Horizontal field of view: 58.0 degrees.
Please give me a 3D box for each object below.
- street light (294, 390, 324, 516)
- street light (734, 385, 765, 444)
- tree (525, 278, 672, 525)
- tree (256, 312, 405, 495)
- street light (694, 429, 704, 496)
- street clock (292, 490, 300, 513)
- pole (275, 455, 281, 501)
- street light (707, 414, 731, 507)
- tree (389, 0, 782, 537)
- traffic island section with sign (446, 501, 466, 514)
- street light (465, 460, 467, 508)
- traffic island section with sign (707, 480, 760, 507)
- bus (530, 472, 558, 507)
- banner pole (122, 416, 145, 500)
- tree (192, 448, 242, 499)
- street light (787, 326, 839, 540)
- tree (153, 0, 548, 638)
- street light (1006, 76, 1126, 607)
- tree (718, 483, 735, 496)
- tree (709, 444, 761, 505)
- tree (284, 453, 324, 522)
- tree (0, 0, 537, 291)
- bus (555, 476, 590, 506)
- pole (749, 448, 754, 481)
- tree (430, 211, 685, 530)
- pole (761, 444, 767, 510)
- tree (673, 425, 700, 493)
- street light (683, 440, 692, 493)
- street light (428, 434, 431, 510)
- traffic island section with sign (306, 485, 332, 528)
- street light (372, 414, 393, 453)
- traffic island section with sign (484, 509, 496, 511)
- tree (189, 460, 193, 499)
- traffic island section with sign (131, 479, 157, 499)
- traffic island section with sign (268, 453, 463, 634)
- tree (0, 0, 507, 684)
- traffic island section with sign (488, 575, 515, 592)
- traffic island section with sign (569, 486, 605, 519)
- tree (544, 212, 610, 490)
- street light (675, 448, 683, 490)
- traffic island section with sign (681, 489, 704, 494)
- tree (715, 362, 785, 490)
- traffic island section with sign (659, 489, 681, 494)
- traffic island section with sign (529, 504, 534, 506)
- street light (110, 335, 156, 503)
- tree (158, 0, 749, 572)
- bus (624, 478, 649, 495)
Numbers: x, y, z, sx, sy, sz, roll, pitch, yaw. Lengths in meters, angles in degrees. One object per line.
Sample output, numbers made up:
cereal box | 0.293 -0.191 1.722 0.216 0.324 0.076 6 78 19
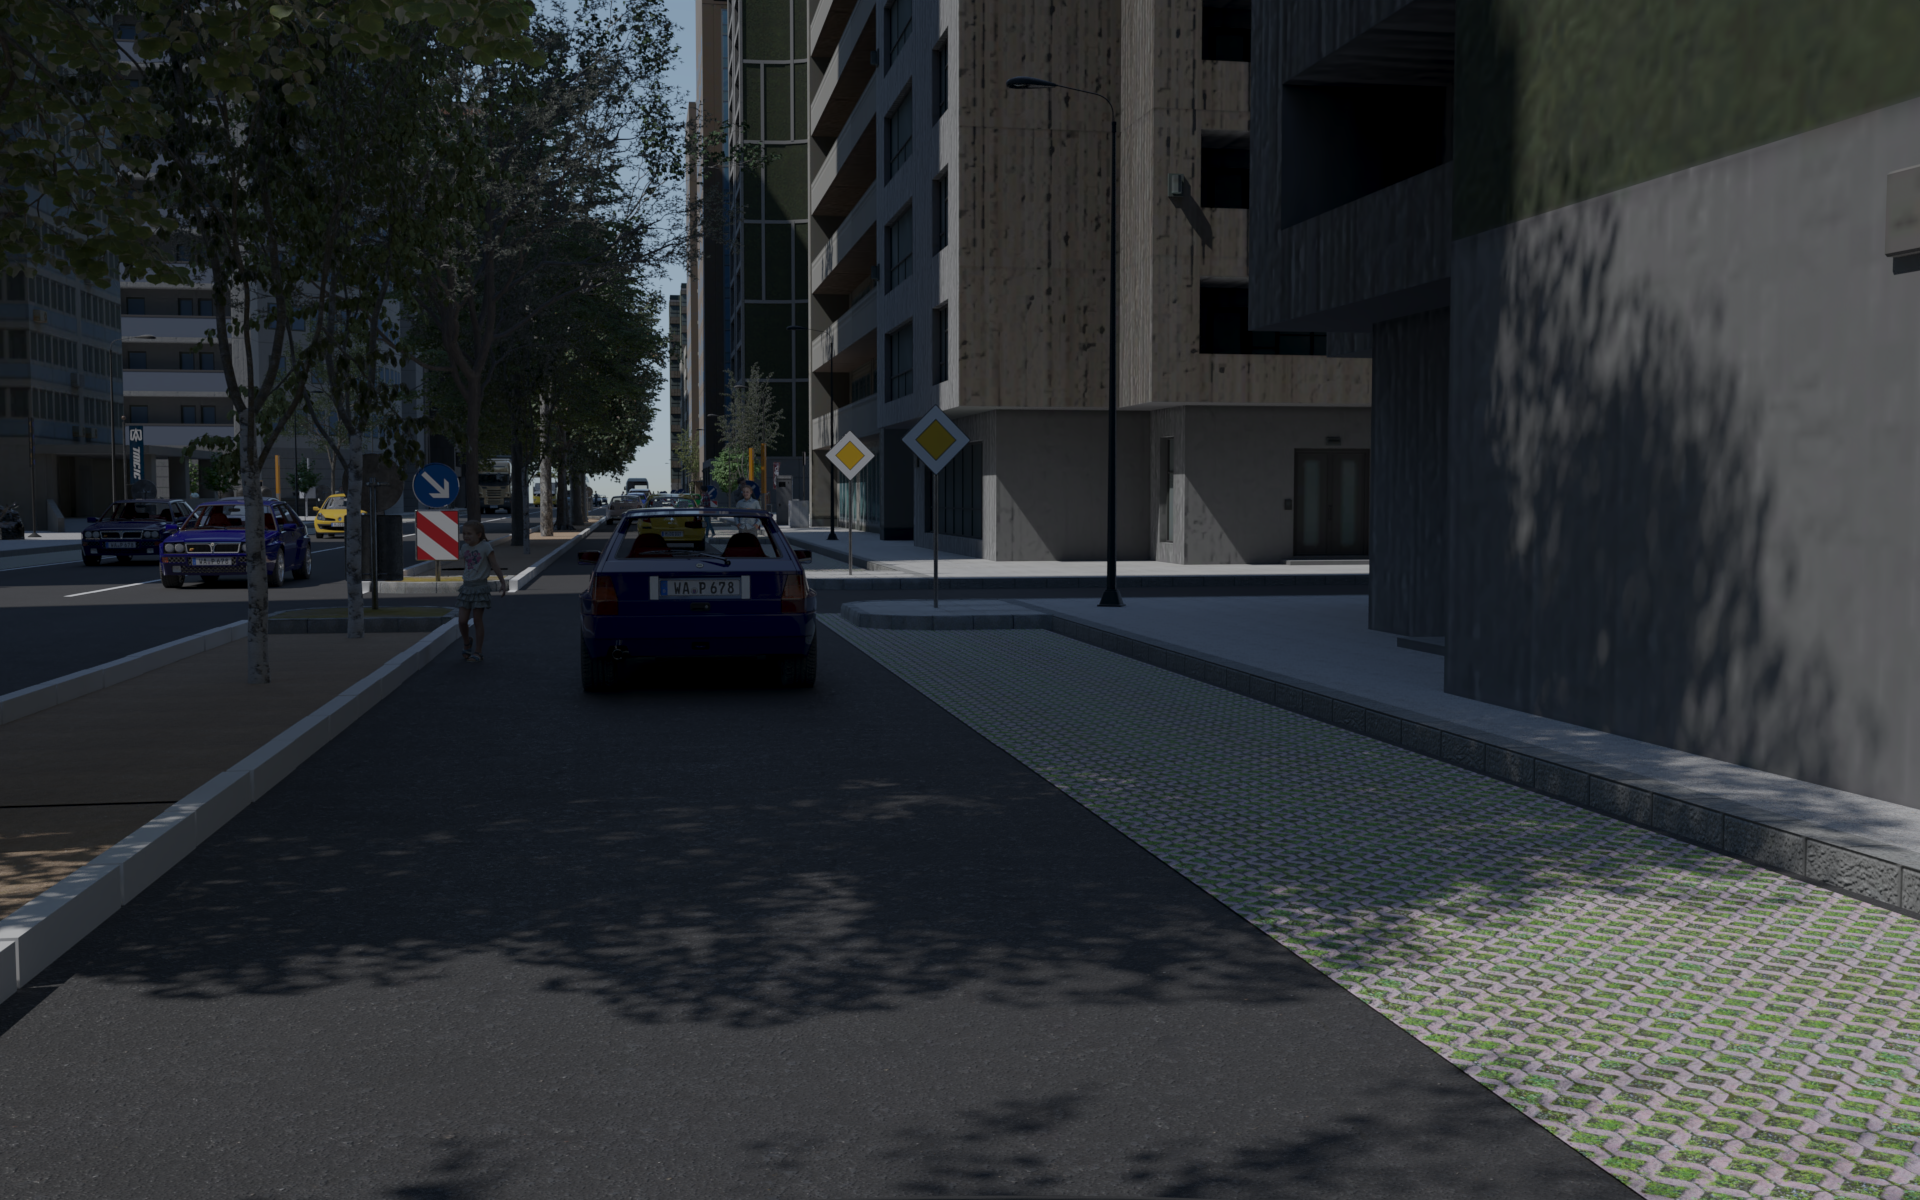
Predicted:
street light | -29.199 -6.428 77.634 1.470 5.913 1.316 -1 4 -10
street light | -8.959 -6.224 74.304 1.470 5.913 1.316 -1 4 -10
tree | -17.427 -10.350 78.327 9.857 13.997 8.962 0 3 0
tree | -31.858 -9.348 87.252 8.767 10.594 7.601 0 4 5
street light | -18.057 -9.230 123.452 1.470 5.913 1.316 -1 4 -10
street clock | -31.633 -4.769 82.536 0.471 2.002 0.358 -2 4 -34
pole | -35.942 -5.960 91.290 0.158 3.312 0.155 0 3 0
street light | -13.991 -7.863 101.099 1.470 5.913 1.316 -1 4 -10
tree | -12.526 -12.148 56.961 12.611 20.169 13.585 0 3 0
traffic island section with sign | -36.131 -6.983 122.805 1.989 1.847 2.006 -1 4 -10
street light | -43.417 -11.104 154.097 1.470 5.913 1.316 -1 4 -10
traffic island section with sign | -6.227 -2.522 49.860 1.989 1.847 2.006 -1 4 -10
bus | -45.558 -12.222 191.375 2.896 3.916 12.252 -1 4 -10
banner pole | -26.536 -4.007 55.531 0.863 3.779 0.401 0 4 2
tree | -28.020 -4.361 65.908 1.663 3.219 1.824 0 3 0
street light | -4.091 -4.618 48.040 1.470 5.913 1.316 -1 4 -10
tree | -6.071 -3.934 17.135 4.737 8.622 4.395 0 3 0
street light | 1.199 -2.875 19.541 1.470 5.913 1.316 -1 4 -10
tree | -15.232 -7.242 113.014 1.663 3.219 1.824 0 3 0
tree | -13.920 -7.622 108.339 4.285 4.588 4.351 0 3 0
tree | -30.822 -5.289 81.070 1.663 3.219 1.824 0 3 0
tree | -4.166 -5.225 6.010 7.486 12.596 7.792 0 3 0
bus | -37.426 -10.585 167.919 2.948 3.499 13.247 -1 4 -10
pole | -9.259 -5.084 76.964 0.158 3.312 0.155 0 3 0
tree | -15.676 -9.086 68.021 9.611 12.733 9.660 0 3 0
pole | -7.933 -4.659 70.018 0.158 3.312 0.155 0 3 0
tree | -28.357 -14.273 183.723 4.737 8.622 4.395 0 3 0
street light | -22.967 -10.836 149.708 1.470 5.913 1.316 -1 4 -10
street light | -38.362 -9.441 126.907 1.470 5.913 1.316 -1 4 -10
traffic island section with sign | -26.897 -3.947 73.155 1.989 1.847 2.006 -1 4 -10
street light | -33.302 -7.790 99.907 1.470 5.913 1.316 -1 4 -10
traffic island section with sign | -41.063 -8.604 149.307 1.989 1.847 2.006 -1 4 -10
tree | -37.775 -5.552 85.383 1.663 3.219 1.824 0 3 0
traffic island section with sign | -21.926 -2.308 46.367 1.989 1.847 2.006 -1 4 -10
traffic island section with sign | -6.412 -0.643 18.656 2.006 1.907 1.989 -1 4 -10
tree | -5.227 -3.655 12.572 4.360 8.622 3.978 0 3 0
traffic island section with sign | -7.756 -1.089 25.941 2.006 1.907 1.989 -1 4 -10
traffic island section with sign | -21.496 -5.607 99.817 2.006 1.907 1.989 -1 4 -10
tree | -10.188 -5.362 40.493 4.360 8.622 3.978 0 3 0
street light | -27.954 -12.473 176.469 1.470 5.913 1.316 -1 4 -10
traffic island section with sign | -11.150 -4.143 76.364 1.989 1.847 2.006 -1 4 -10
tree | -11.961 -8.988 97.309 4.360 8.622 3.978 0 3 0
traffic island section with sign | -25.256 -8.783 152.224 1.989 1.847 2.006 -1 4 -10
traffic island section with sign | -56.018 -13.527 229.787 1.989 1.847 2.006 -1 4 -10
street light | -24.153 -4.773 50.581 1.470 5.913 1.316 -1 4 -10
tree | -9.134 -7.297 32.129 12.009 13.543 11.850 0 3 0
bus | -38.045 -12.784 203.873 2.948 3.499 13.247 -1 4 -11
